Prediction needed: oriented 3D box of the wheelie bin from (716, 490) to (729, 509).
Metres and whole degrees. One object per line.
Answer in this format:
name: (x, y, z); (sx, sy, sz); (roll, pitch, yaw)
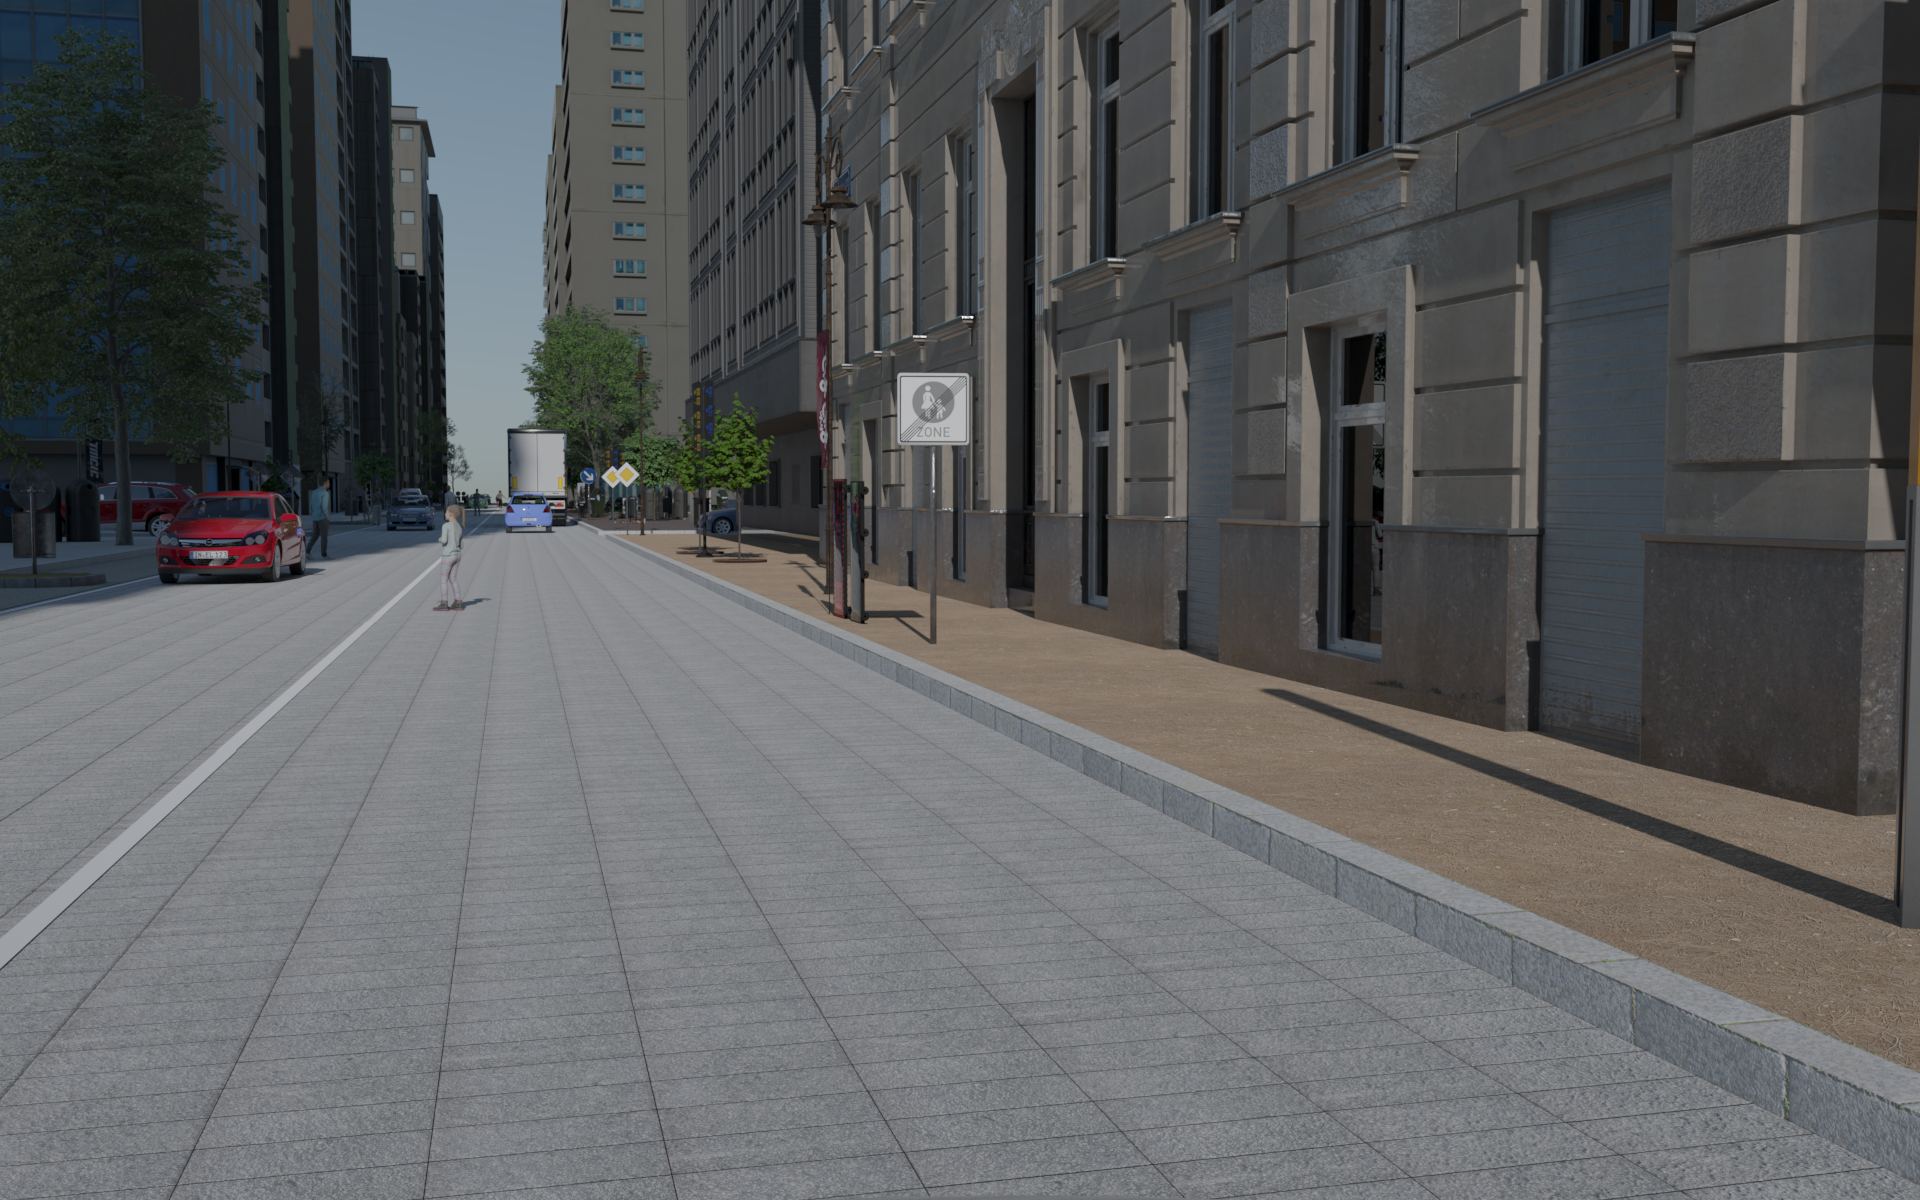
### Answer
wheelie bin: (-16.885, -7.023, 122.739); (0.980, 1.594, 0.693); (-3, 5, -43)

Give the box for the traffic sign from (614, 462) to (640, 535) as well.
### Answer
traffic sign: (-10.406, -3.087, 54.120); (0.795, 2.450, 0.064); (-1, 4, -14)

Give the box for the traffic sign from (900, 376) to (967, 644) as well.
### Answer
traffic sign: (-0.229, -0.771, 14.743); (0.606, 2.300, 0.079); (0, 4, -5)

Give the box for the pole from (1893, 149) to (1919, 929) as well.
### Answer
pole: (2.882, -0.686, 5.064); (0.158, 3.312, 0.155); (0, 3, 0)

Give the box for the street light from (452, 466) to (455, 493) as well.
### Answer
street light: (-80.081, -18.416, 273.880); (0.468, 5.910, 1.993); (-1, 4, -14)

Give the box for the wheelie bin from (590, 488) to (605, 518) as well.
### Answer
wheelie bin: (-19.617, -5.253, 93.789); (0.693, 1.594, 0.980); (-3, 4, -37)

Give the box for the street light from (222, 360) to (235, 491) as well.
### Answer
street light: (-24.882, -5.270, 58.950); (0.468, 5.910, 1.993); (-1, 4, -14)

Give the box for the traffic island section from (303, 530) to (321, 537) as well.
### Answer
traffic island section: (-22.828, -2.262, 59.265); (2.009, 0.180, 2.903); (-1, 4, -14)

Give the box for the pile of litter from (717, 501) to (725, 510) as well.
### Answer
pile of litter: (-14.593, -5.682, 106.872); (1.719, 0.858, 1.176); (2, 4, 27)

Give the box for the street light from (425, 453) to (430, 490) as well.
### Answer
street light: (-59.802, -13.573, 194.703); (0.468, 5.910, 1.993); (-1, 4, -14)

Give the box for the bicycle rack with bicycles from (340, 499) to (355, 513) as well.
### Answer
bicycle rack with bicycles: (-43.120, -6.608, 121.428); (2.925, 0.926, 2.852); (-3, 5, -45)

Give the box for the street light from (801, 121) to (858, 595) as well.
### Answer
street light: (-1.661, -3.010, 21.994); (0.468, 5.910, 1.993); (-1, 4, -14)

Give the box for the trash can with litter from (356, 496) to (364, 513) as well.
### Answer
trash can with litter: (-40.591, -6.484, 117.405); (0.624, 1.170, 1.055); (-1, 4, -9)

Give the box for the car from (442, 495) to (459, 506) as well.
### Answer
car: (-58.089, -11.327, 197.194); (2.014, 1.417, 4.499); (-1, 4, -13)

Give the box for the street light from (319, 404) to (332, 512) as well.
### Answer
street light: (-32.569, -7.111, 89.045); (0.468, 5.910, 1.993); (-1, 4, -14)

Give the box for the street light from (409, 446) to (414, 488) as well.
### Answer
street light: (-51.857, -11.699, 164.061); (0.468, 5.910, 1.993); (-1, 4, -14)

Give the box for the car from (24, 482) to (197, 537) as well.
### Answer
car: (-26.452, -2.793, 54.343); (5.304, 1.827, 2.281); (-1, 4, -12)

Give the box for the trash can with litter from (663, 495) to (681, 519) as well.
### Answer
trash can with litter: (-14.761, -4.698, 87.866); (2.233, 1.210, 1.678); (3, 5, 44)

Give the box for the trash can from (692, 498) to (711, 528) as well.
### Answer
trash can: (-9.907, -3.351, 66.436); (0.748, 1.137, 0.748); (0, 3, 0)

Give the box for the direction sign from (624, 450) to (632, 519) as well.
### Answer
direction sign: (-17.326, -5.991, 89.944); (0.876, 3.537, 0.379); (2, 4, 34)

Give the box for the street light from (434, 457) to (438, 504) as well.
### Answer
street light: (-64.638, -14.726, 213.550); (0.468, 5.910, 1.993); (-1, 4, -14)

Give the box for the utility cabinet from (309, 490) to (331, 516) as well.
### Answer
utility cabinet: (-37.518, -5.676, 101.477); (1.173, 1.500, 0.318); (-2, 4, -25)

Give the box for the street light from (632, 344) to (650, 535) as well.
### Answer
street light: (-9.861, -4.943, 53.601); (0.468, 5.910, 1.993); (-1, 4, -14)

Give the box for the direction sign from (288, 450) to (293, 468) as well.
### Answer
direction sign: (-34.204, -5.907, 88.570); (0.379, 3.537, 0.876); (0, 4, -8)

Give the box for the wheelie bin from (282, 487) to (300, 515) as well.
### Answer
wheelie bin: (-30.628, -4.363, 79.243); (0.693, 1.594, 0.980); (-3, 5, -40)

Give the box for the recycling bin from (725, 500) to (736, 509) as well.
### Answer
recycling bin: (-10.485, -4.145, 80.324); (0.722, 1.027, 0.722); (-1, 4, -18)

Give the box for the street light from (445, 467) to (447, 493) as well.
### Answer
street light: (-72.326, -16.576, 243.803); (0.468, 5.910, 1.993); (-1, 4, -14)

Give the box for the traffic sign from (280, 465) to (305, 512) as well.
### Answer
traffic sign: (-22.807, -3.399, 59.209); (0.795, 2.450, 0.064); (-1, 4, -14)

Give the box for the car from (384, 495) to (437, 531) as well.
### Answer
car: (-21.889, -3.491, 69.085); (2.014, 1.417, 4.499); (-1, 4, -15)

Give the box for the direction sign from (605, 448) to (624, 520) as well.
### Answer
direction sign: (-17.223, -5.732, 85.721); (0.876, 3.537, 0.379); (2, 4, 34)

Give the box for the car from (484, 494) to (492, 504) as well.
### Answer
car: (-66.859, -14.271, 243.557); (2.015, 1.641, 3.980); (-1, 4, -15)

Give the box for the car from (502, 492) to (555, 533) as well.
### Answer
car: (-16.089, -3.364, 64.588); (1.945, 1.707, 3.694); (-1, 4, -14)

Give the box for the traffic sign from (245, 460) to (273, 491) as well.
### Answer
traffic sign: (-20.818, -2.925, 51.474); (0.795, 2.450, 0.064); (-1, 4, -14)

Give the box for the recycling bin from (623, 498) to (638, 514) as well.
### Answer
recycling bin: (-20.961, -5.966, 110.102); (0.722, 1.027, 0.722); (1, 4, 17)

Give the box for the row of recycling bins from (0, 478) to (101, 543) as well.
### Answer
row of recycling bins: (-24.791, -2.374, 45.924); (3.534, 1.692, 1.069); (-2, 4, -35)

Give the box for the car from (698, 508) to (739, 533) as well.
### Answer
car: (-6.825, -2.940, 60.079); (4.499, 1.417, 2.014); (-1, 4, -14)

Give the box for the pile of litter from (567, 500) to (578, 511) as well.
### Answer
pile of litter: (-29.659, -7.239, 132.326); (1.719, 0.858, 1.176); (1, 4, 11)

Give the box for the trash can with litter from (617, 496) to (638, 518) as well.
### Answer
trash can with litter: (-17.588, -4.901, 91.521); (0.624, 1.170, 1.055); (2, 4, 35)

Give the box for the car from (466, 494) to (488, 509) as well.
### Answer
car: (-46.733, -9.535, 167.695); (2.131, 1.459, 4.920); (-1, 4, -13)

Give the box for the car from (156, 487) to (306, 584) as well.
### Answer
car: (-12.231, -1.233, 29.206); (2.155, 1.783, 4.494); (-1, 4, -13)

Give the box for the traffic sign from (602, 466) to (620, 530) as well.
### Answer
traffic sign: (-12.395, -3.560, 61.855); (0.795, 2.450, 0.064); (-1, 4, -14)

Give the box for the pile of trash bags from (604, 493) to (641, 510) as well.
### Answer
pile of trash bags: (-24.909, -7.342, 129.789); (1.912, 1.369, 3.447); (3, 4, 37)

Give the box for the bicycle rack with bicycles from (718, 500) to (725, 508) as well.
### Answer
bicycle rack with bicycles: (-14.856, -6.144, 113.841); (2.852, 0.926, 2.925); (0, 4, -6)

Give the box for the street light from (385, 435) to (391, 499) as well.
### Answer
street light: (-43.960, -9.819, 133.335); (0.468, 5.910, 1.993); (-1, 4, -14)

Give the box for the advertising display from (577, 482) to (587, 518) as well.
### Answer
advertising display: (-20.122, -5.322, 92.236); (0.123, 1.923, 0.974); (-3, 4, -38)

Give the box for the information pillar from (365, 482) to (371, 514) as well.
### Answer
information pillar: (-37.470, -6.432, 109.662); (0.304, 2.012, 0.304); (-2, 4, -28)

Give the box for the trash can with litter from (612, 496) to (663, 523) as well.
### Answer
trash can with litter: (-14.500, -3.989, 76.272); (1.678, 1.210, 2.233); (-3, 5, -41)

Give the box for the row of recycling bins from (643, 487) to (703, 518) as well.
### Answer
row of recycling bins: (-15.654, -5.357, 94.696); (3.534, 1.692, 1.069); (1, 4, 9)

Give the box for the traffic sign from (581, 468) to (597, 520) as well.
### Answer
traffic sign: (-18.069, -5.150, 84.313); (0.768, 2.556, 0.104); (-1, 4, -13)

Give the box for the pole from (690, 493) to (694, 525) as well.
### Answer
pole: (-11.233, -4.809, 72.468); (0.158, 3.312, 0.155); (0, 3, 0)

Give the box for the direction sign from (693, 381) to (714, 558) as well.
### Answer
direction sign: (-5.173, -2.631, 35.008); (0.379, 3.537, 0.876); (-2, 4, -35)

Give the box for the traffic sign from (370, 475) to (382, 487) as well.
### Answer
traffic sign: (-39.484, -7.161, 117.183); (0.768, 2.556, 0.104); (-1, 4, -13)

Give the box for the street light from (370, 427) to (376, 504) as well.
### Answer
street light: (-40.348, -8.950, 119.117); (0.468, 5.910, 1.993); (-1, 4, -14)
